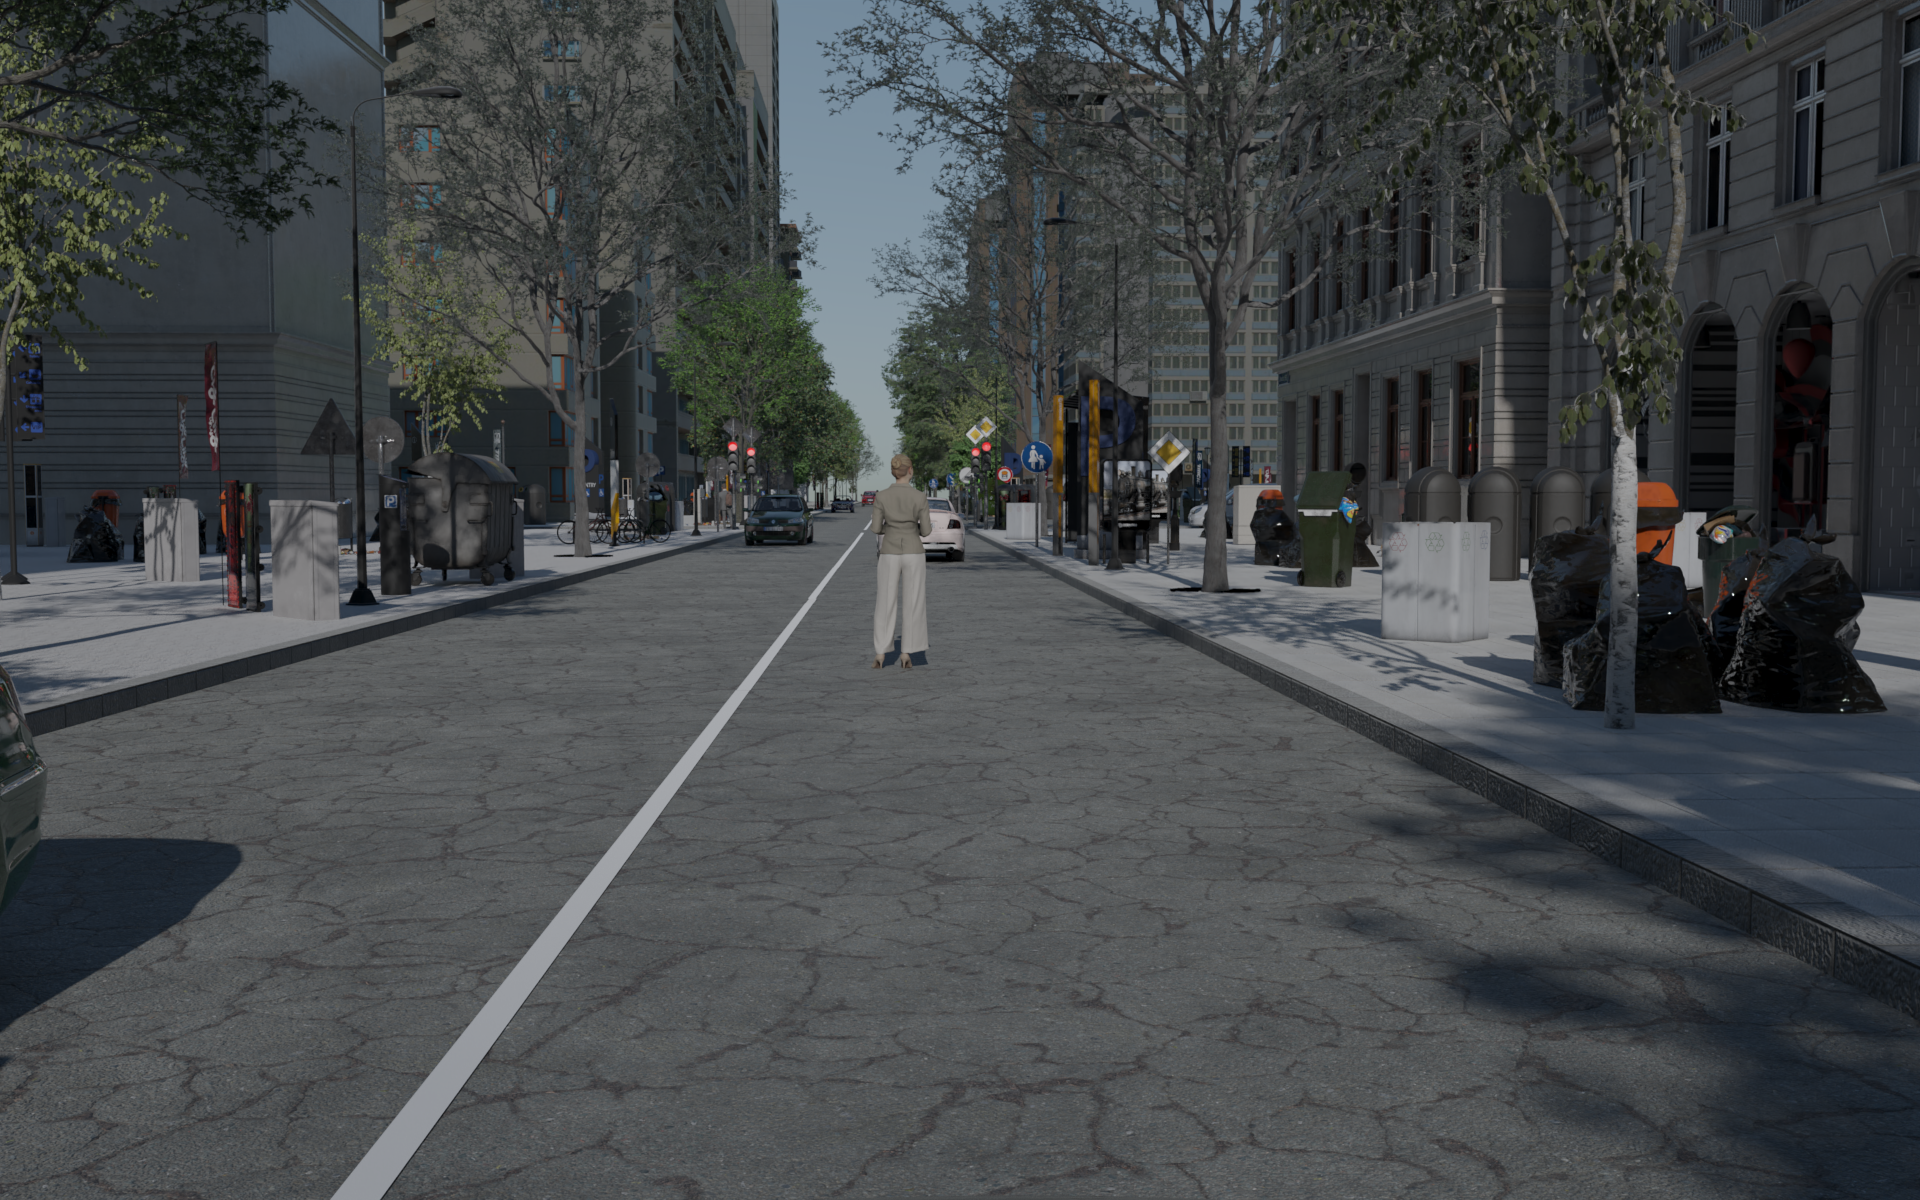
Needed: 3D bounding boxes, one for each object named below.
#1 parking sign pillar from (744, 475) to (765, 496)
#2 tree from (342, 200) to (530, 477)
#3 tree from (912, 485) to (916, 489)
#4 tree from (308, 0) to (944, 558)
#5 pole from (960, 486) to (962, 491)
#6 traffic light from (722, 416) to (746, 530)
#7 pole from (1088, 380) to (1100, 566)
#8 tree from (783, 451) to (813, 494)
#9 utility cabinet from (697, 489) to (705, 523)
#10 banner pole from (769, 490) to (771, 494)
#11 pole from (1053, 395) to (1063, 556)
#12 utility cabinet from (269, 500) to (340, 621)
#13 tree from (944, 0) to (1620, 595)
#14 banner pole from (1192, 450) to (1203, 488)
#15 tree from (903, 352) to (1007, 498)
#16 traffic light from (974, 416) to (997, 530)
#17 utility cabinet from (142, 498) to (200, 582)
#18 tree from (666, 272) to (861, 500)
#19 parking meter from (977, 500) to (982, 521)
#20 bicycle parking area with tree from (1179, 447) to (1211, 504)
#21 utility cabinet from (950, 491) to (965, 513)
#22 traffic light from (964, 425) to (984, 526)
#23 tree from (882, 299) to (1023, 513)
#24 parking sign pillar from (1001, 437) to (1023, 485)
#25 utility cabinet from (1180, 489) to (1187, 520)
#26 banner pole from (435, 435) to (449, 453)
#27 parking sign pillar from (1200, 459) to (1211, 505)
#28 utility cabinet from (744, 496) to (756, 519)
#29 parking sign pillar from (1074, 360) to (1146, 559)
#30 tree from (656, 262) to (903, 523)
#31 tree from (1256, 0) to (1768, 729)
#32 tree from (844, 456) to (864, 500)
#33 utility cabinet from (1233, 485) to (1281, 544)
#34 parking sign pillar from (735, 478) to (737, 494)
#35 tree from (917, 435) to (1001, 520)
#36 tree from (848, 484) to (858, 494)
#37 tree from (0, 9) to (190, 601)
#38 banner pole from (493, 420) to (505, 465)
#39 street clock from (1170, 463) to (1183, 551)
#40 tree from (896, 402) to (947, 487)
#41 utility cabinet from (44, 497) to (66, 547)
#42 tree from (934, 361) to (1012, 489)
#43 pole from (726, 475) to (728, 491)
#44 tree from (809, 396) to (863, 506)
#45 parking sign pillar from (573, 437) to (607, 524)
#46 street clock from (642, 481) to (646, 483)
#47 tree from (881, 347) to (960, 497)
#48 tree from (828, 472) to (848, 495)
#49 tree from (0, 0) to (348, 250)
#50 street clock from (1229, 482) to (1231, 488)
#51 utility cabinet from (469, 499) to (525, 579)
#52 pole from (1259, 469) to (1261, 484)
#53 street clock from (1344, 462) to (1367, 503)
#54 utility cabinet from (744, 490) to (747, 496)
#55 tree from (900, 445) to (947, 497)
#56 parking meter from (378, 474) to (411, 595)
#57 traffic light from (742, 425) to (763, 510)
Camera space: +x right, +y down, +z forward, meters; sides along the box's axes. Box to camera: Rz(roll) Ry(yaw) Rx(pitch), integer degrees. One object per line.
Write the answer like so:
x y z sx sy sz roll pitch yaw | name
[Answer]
-16.218 -9.228 139.342 1.447 3.967 1.447 -3 5 -41 | parking sign pillar
-12.843 -5.646 42.667 4.737 8.622 4.395 0 3 0 | tree
-2.521 -12.299 184.794 4.285 4.588 4.351 0 3 0 | tree
-7.820 -7.613 34.851 12.009 13.543 11.850 0 3 0 | tree
0.073 -8.379 130.842 0.158 3.312 0.155 0 3 0 | pole
-8.084 -4.470 62.009 0.839 4.253 0.868 0 4 -2 | traffic light
2.402 -2.273 31.013 0.158 3.312 0.155 0 3 0 | pole
-14.250 -9.791 143.788 4.285 4.588 4.351 0 3 0 | tree
-11.420 -4.102 75.752 0.318 1.500 1.173 0 4 1 | utility cabinet
-11.525 -7.031 104.967 0.401 3.779 0.863 0 4 -7 | banner pole
2.031 -2.571 35.874 0.158 3.312 0.155 0 3 0 | pole
-6.785 -0.415 17.952 0.306 1.237 1.020 -3 5 -44 | utility cabinet
3.384 -6.838 22.166 12.009 13.543 11.850 0 3 0 | tree
11.945 -5.965 87.548 0.401 3.779 0.863 -3 5 -40 | banner pole
-0.158 -12.173 124.782 9.928 11.665 9.643 0 3 0 | tree
0.920 -4.493 62.376 0.839 4.253 0.868 0 4 -2 | traffic light
-11.660 -0.885 25.625 1.020 1.237 0.306 2 4 35 | utility cabinet
-10.513 -10.550 89.501 9.611 12.733 9.660 0 3 0 | tree
0.889 -4.501 82.009 0.372 1.533 0.369 0 3 0 | parking meter
12.578 -7.324 106.749 8.231 4.147 9.016 2 4 25 | bicycle parking area with tree
-0.088 -6.622 116.956 1.173 1.500 0.318 1 4 15 | utility cabinet
0.607 -4.981 70.355 0.839 4.253 0.868 0 4 -2 | traffic light
-0.166 -12.515 111.272 9.857 13.997 8.962 0 3 0 | tree
2.461 -5.713 81.877 1.447 3.967 1.447 3 4 36 | parking sign pillar
10.971 -4.564 83.296 0.318 1.500 1.173 2 4 32 | utility cabinet
-21.713 -5.065 72.834 0.401 3.779 0.863 3 4 37 | banner pole
18.943 -8.810 132.511 1.447 3.967 1.447 -2 4 -32 | parking sign pillar
-8.901 -3.796 73.220 0.306 1.237 1.020 1 4 12 | utility cabinet
2.999 -2.818 34.543 1.447 3.967 1.447 0 4 7 | parking sign pillar
-9.566 -9.190 76.015 9.928 11.665 9.643 0 3 0 | tree
3.386 -3.602 9.249 4.360 8.622 3.978 0 3 0 | tree
-18.001 -20.568 286.656 4.360 8.622 3.978 0 3 0 | tree
7.513 -2.152 43.856 1.173 1.500 0.318 -1 4 -17 | utility cabinet
-18.212 -9.496 143.724 1.447 3.967 1.447 1 4 19 | parking sign pillar
0.864 -6.313 86.938 4.285 4.588 4.351 0 3 0 | tree
-18.143 -18.280 293.479 1.663 3.219 1.824 0 3 0 | tree
-11.636 -4.310 20.836 4.737 8.622 4.395 0 3 0 | tree
-15.633 -4.212 58.883 0.863 3.779 0.401 3 5 43 | banner pole
4.862 -2.116 39.163 0.358 2.002 0.471 2 4 24 | street clock
-2.819 -15.633 173.725 7.486 12.596 7.792 0 3 0 | tree
-22.094 -1.904 42.290 0.306 1.237 1.020 -1 4 -18 | utility cabinet
0.915 -8.912 96.076 4.737 8.622 4.395 0 3 0 | tree
-19.358 -9.188 144.066 0.158 3.312 0.155 0 3 0 | pole
-14.091 -16.510 188.062 7.486 12.596 7.792 0 3 0 | tree
-15.971 -5.266 74.566 1.447 3.967 1.447 2 4 26 | parking sign pillar
-16.845 -5.414 93.091 0.471 2.002 0.358 2 4 32 | street clock
-2.833 -21.516 207.672 12.611 20.169 13.585 0 3 0 | tree
-15.050 -16.252 216.088 4.737 8.622 4.395 0 3 0 | tree
-7.914 -4.747 12.023 7.601 10.594 8.767 0 4 -3 | tree
14.846 -5.635 96.694 0.471 2.002 0.358 -1 4 -8 | street clock
-7.123 -0.947 26.648 0.306 1.237 1.020 1 4 23 | utility cabinet
23.982 -8.843 138.427 0.158 3.312 0.155 0 3 0 | pole
9.023 -2.141 39.576 0.471 2.002 0.358 -1 4 -20 | street clock
-12.349 -5.742 102.562 1.173 1.500 0.318 0 4 -6 | utility cabinet
-3.903 -19.170 230.429 9.611 12.733 9.660 0 3 0 | tree
-7.199 -0.835 22.071 0.372 1.533 0.369 0 3 0 | parking meter
-8.397 -4.958 69.988 0.839 4.253 0.868 0 4 -2 | traffic light
